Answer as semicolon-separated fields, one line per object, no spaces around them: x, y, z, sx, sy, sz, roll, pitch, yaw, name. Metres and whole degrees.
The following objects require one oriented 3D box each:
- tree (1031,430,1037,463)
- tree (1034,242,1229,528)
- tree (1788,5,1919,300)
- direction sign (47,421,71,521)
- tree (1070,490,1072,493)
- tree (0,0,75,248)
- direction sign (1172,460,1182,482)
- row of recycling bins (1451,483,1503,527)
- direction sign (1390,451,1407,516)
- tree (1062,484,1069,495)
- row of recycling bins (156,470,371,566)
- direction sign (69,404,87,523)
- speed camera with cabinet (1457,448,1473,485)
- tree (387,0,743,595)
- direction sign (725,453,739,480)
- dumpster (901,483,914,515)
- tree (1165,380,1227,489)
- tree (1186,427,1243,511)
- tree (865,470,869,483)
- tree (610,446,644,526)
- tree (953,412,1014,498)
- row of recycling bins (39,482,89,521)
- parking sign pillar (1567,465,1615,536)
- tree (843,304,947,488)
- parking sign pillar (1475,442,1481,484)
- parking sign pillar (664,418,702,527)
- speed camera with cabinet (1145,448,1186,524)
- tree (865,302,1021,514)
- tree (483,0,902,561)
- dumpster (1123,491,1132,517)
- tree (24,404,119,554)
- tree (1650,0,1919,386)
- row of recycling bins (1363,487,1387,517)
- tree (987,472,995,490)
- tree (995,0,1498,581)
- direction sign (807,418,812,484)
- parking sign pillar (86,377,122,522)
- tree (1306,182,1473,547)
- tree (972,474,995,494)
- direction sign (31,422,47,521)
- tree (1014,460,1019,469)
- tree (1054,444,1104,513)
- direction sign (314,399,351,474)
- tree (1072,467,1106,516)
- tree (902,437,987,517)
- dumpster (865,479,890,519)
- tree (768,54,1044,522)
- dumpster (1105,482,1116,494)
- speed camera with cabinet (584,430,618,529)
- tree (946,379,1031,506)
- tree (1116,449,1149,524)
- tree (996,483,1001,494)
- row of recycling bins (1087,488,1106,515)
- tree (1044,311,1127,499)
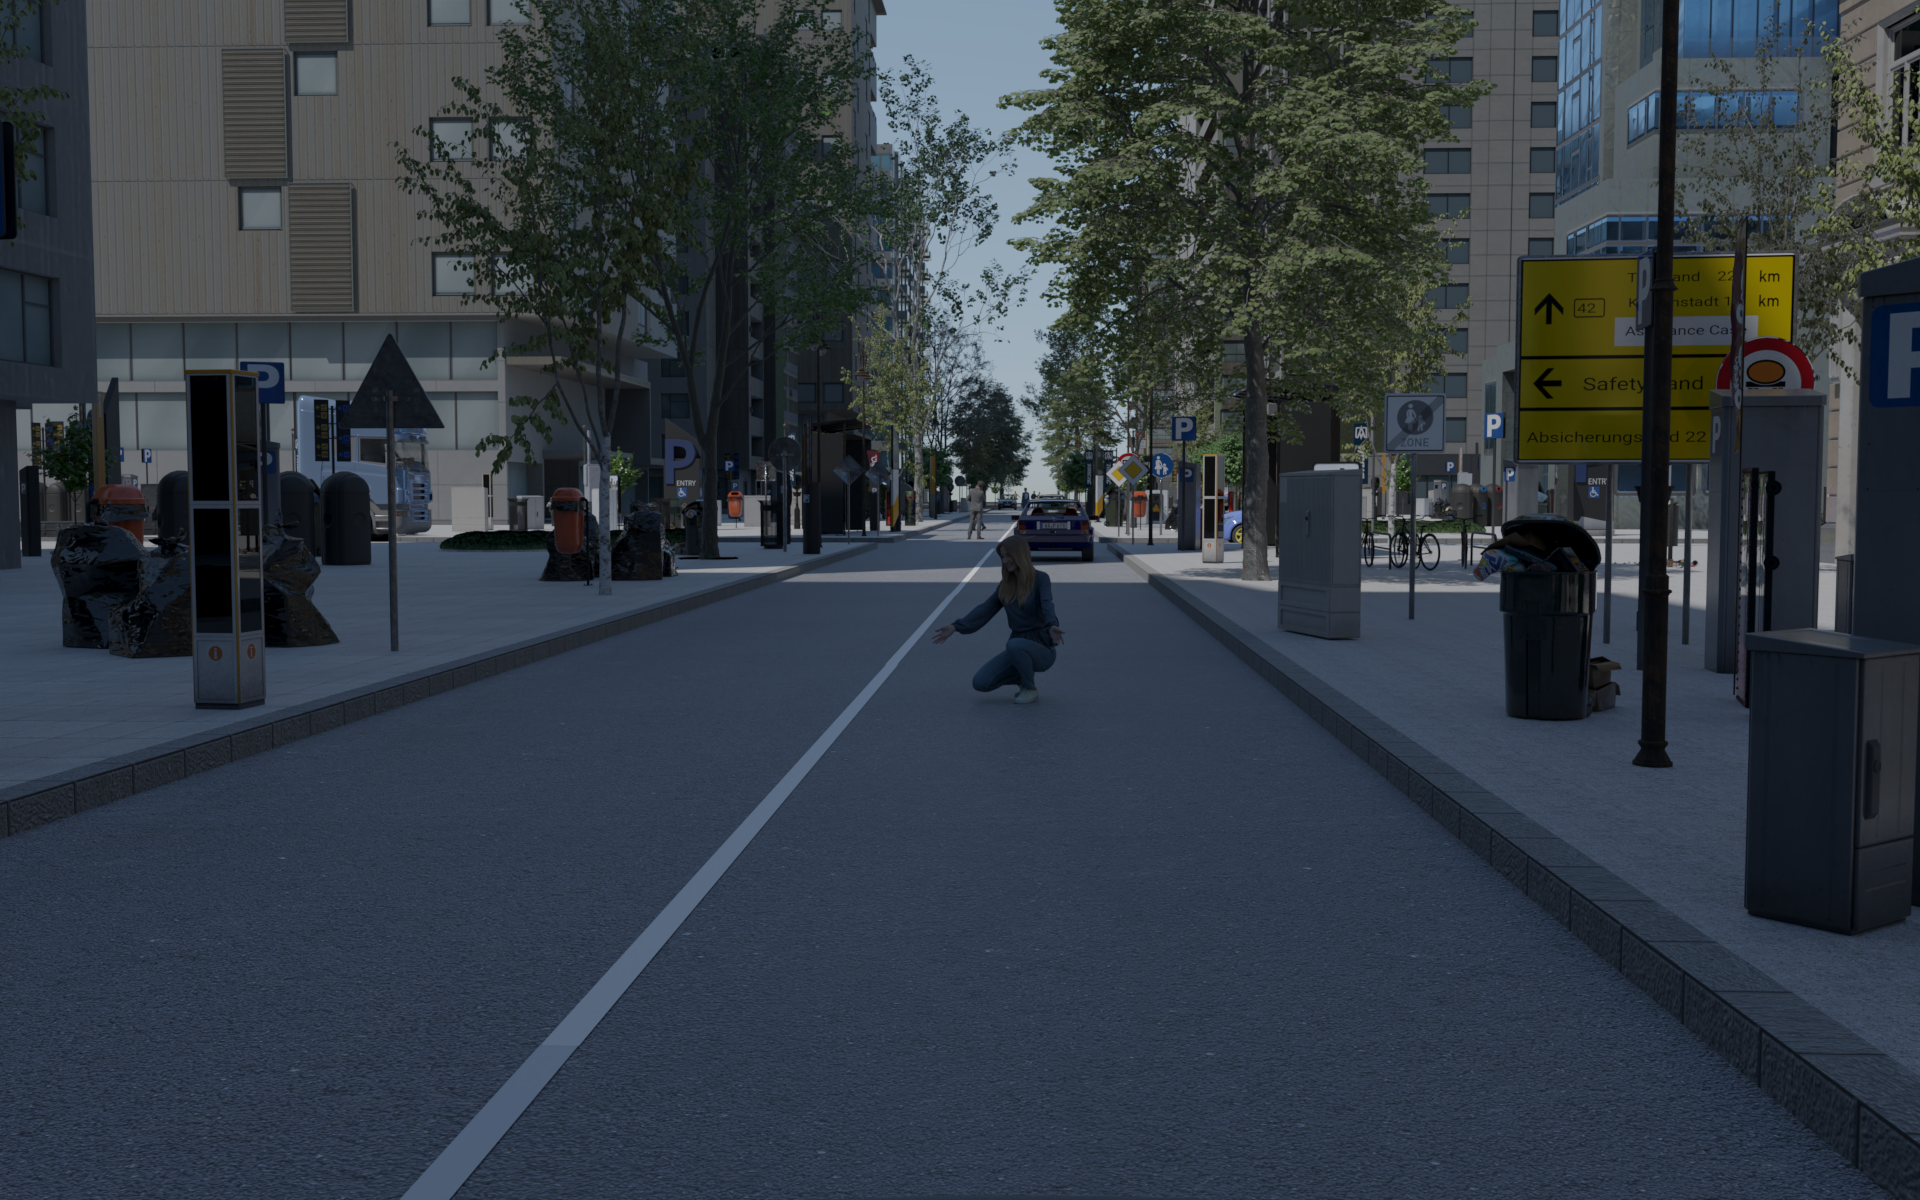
6.228;-21.313;255.115;9.857;13.997;8.962;0;3;0;tree
6.397;-7.991;65.062;8.767;10.594;7.601;2;4;28;tree
12.068;-4.262;20.047;4.737;8.622;4.395;0;3;0;tree
-27.742;-3.785;53.875;0.876;3.537;0.379;0;3;0;direction sign
11.754;-10.569;167.410;1.663;3.219;1.824;0;3;0;tree
-12.819;-4.307;20.786;4.737;8.622;4.395;0;3;0;tree
14.516;-7.532;115.152;0.876;3.537;0.379;1;4;21;direction sign
20.696;-3.746;68.366;3.534;1.692;1.069;-2;4;-33;row of recycling bins
24.536;-6.417;96.914;0.876;3.537;0.379;0;4;-1;direction sign
13.216;-13.184;210.161;1.663;3.219;1.824;0;3;0;tree
-12.347;-1.450;30.819;3.534;1.692;1.069;-2;4;-24;row of recycling bins
-21.385;-3.077;42.301;0.379;3.537;0.876;-1;4;-19;direction sign
21.321;-4.811;72.994;0.660;3.252;2.038;1;4;15;speed camera with cabinet
-4.716;-4.383;22.028;4.737;8.622;4.395;0;3;0;tree
-12.632;-6.360;95.987;0.876;3.537;0.379;1;4;18;direction sign
-3.038;-5.110;89.311;1.264;1.857;1.865;0;4;3;dumpster
14.646;-9.613;107.531;4.737;8.622;4.395;0;3;0;tree
13.191;-6.021;82.153;4.285;4.588;4.351;0;3;0;tree
-6.721;-7.689;120.318;1.663;3.219;1.824;0;3;0;tree
-13.737;-4.578;69.452;1.663;3.219;1.824;0;3;0;tree
1.530;-12.252;150.683;4.360;8.622;3.978;0;3;0;tree
-29.649;-3.114;58.029;3.534;1.692;1.069;0;4;6;row of recycling bins
19.377;-3.956;53.156;1.447;3.967;1.447;0;4;-4;parking sign pillar
-2.530;-7.067;65.908;4.737;8.622;4.395;0;3;0;tree
27.288;-6.271;91.007;1.447;3.967;1.447;1;4;18;parking sign pillar
-9.832;-4.465;61.477;1.447;3.967;1.447;0;4;6;parking sign pillar
9.022;-4.920;74.771;2.038;3.252;0.660;0;4;4;speed camera with cabinet
-1.321;-12.312;111.668;12.009;13.543;11.850;0;3;0;tree
-4.985;-6.592;33.535;9.928;11.665;9.643;0;3;0;tree
7.753;-4.599;80.948;1.264;1.857;1.865;0;4;3;dumpster
-18.893;-2.607;37.219;1.663;3.219;1.824;0;3;0;tree
12.748;-4.678;26.850;4.360;8.622;3.978;0;3;0;tree
23.036;-5.484;96.775;1.069;1.692;3.534;0;4;2;row of recycling bins
1.789;-11.973;179.476;4.285;4.588;4.351;0;3;0;tree
4.061;-6.545;25.136;7.486;12.596;7.792;0;3;0;tree
-4.506;-3.666;51.942;0.379;3.537;0.876;-1;4;-13;direction sign
-19.475;-3.117;39.432;1.447;3.967;1.447;-1;4;-14;parking sign pillar
10.403;-5.590;41.761;4.737;8.622;4.395;0;3;0;tree
2.117;-10.586;167.685;1.663;3.219;1.824;0;3;0;tree
-29.113;-3.858;55.068;0.379;3.537;0.876;1;4;19;direction sign
5.802;-17.895;242.947;4.360;8.622;3.978;0;3;0;tree
8.264;-7.939;113.509;4.285;4.588;4.351;0;3;0;tree
-15.068;-3.037;41.658;0.876;3.537;0.379;-3;5;-42;direction sign
7.820;-6.468;100.359;1.663;3.219;1.824;0;3;0;tree
-1.672;-7.048;98.943;4.285;4.588;4.351;0;3;0;tree
-4.397;-5.366;90.228;1.502;2.255;1.985;0;4;3;dumpster
-2.787;-13.561;77.612;12.611;20.169;13.585;0;3;0;tree
7.894;-5.042;84.924;1.502;2.255;1.985;0;4;3;dumpster
-11.065;-3.607;53.313;0.660;3.252;2.038;-2;4;-25;speed camera with cabinet
2.615;-17.405;191.228;9.857;13.997;8.962;0;3;0;tree
7.403;-4.825;73.485;1.663;3.219;1.824;0;3;0;tree
4.752;-14.847;237.343;1.663;3.219;1.824;0;3;0;tree
8.359;-5.927;104.013;1.069;1.692;3.534;1;4;16;row of recycling bins
12.569;-19.653;177.208;12.611;20.169;13.585;0;3;0;tree
